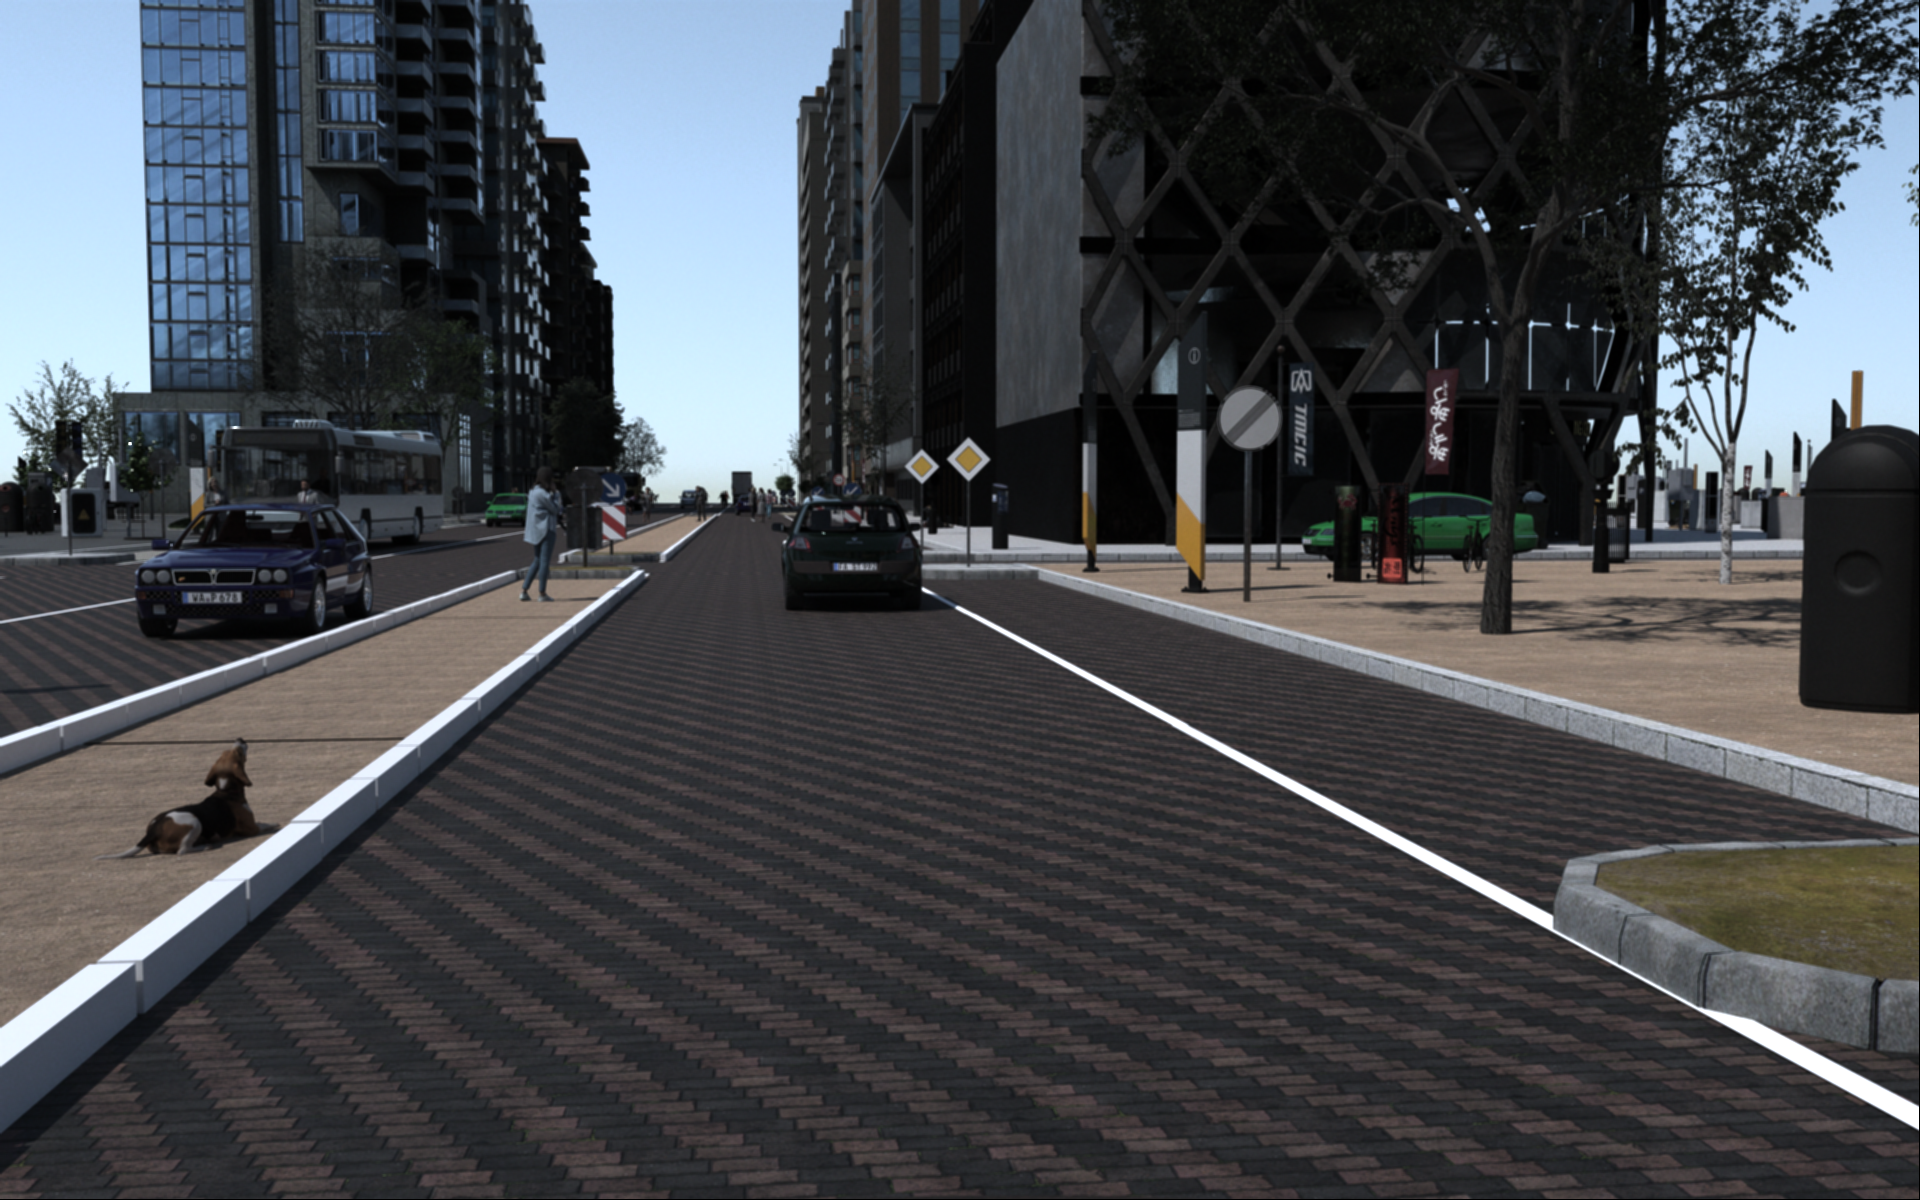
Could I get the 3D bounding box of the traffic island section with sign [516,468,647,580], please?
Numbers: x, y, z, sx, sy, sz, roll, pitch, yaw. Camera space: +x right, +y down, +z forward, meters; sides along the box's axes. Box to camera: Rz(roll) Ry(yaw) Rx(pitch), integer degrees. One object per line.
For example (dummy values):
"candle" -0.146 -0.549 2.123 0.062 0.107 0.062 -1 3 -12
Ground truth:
"traffic island section with sign" -6.524 -1.326 29.821 2.006 1.907 1.989 0 4 -7

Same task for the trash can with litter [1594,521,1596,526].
"trash can with litter" 24.905 -3.620 70.237 2.233 1.210 1.678 3 4 37

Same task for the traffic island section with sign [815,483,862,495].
"traffic island section with sign" -3.919 -3.171 60.466 1.989 1.847 2.006 0 4 -7

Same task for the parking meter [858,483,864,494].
"parking meter" -5.006 -4.943 86.535 0.399 1.863 0.255 0 4 5

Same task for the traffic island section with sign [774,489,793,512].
"traffic island section with sign" -13.450 -7.837 136.766 1.989 1.847 2.006 0 4 -7

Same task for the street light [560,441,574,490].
"street light" -34.241 -10.899 150.742 1.470 5.913 1.316 0 4 -7

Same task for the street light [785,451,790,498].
"street light" -18.136 -13.228 188.815 1.470 5.913 1.316 0 4 -7

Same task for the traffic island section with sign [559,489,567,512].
"traffic island section with sign" -30.927 -7.726 134.948 1.989 1.847 2.006 0 4 -7

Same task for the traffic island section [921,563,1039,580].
"traffic island section" 0.169 -0.497 30.413 2.009 0.180 2.903 0 4 -7

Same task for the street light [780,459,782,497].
"street light" -23.591 -15.885 232.258 1.470 5.913 1.316 0 4 -7

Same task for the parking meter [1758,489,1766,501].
"parking meter" 41.194 -4.926 88.954 0.372 1.533 0.369 0 3 0

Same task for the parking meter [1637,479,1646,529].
"parking meter" 25.178 -3.556 63.844 0.255 1.863 0.399 -2 4 -32

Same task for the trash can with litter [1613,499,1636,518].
"trash can with litter" 36.245 -5.086 94.221 1.678 1.210 2.233 -3 4 -36

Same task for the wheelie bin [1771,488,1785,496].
"wheelie bin" 43.688 -5.178 92.573 0.980 1.594 0.693 3 5 44

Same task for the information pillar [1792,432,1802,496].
"information pillar" 31.342 -4.499 64.911 0.183 3.616 0.504 0 3 0

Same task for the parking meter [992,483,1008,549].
"parking meter" 0.937 -1.950 40.296 0.372 1.533 0.369 0 3 0

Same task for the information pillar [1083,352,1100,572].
"information pillar" 2.131 -2.264 28.377 0.183 3.616 0.504 1 4 23

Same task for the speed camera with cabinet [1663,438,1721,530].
"speed camera with cabinet" 26.229 -4.128 61.831 2.038 3.252 0.660 -2 4 -25

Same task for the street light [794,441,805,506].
"street light" -13.389 -10.879 150.410 1.470 5.913 1.316 0 4 -7

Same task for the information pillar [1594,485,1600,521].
"information pillar" 28.811 -5.332 78.540 0.504 3.616 0.183 0 4 -4

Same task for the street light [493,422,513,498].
"street light" -29.585 -8.533 112.048 1.470 5.913 1.316 0 4 -7

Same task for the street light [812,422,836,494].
"street light" -8.650 -8.558 112.459 1.470 5.913 1.316 0 4 -7

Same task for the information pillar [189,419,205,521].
"information pillar" -23.961 -3.856 54.406 0.504 3.616 0.183 1 4 14

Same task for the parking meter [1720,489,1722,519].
"parking meter" 38.393 -4.827 87.336 0.372 1.533 0.369 0 3 0

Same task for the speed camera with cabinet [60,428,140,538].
"speed camera with cabinet" -25.502 -3.488 51.360 2.038 3.252 0.660 -3 5 -44

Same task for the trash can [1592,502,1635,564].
"trash can" 12.110 -1.253 32.143 0.748 1.137 0.748 0 3 0

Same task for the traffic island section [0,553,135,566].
"traffic island section" -18.575 -0.847 36.133 2.009 0.180 2.903 0 4 -7

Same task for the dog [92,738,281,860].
"dog" -3.160 0.802 7.077 0.748 0.427 0.550 -2 4 -27

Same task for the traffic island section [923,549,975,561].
"traffic island section" -0.820 -0.982 38.337 2.009 0.180 2.903 0 4 -7

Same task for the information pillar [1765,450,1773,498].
"information pillar" 42.793 -6.138 91.712 0.504 3.616 0.183 -2 4 -30

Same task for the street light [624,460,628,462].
"street light" -44.645 -15.946 233.251 1.470 5.913 1.316 0 4 -7

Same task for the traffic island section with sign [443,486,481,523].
"traffic island section with sign" -24.766 -4.704 85.535 1.989 1.847 2.006 0 4 -7

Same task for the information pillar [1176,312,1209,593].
"information pillar" 3.019 -1.906 22.525 0.183 3.616 0.504 -2 4 -35

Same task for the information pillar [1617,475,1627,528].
"information pillar" 25.104 -3.745 65.719 0.304 2.012 0.304 1 4 15

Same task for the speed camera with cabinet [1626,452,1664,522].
"speed camera with cabinet" 31.977 -5.266 80.432 0.660 3.252 2.038 -3 4 -38

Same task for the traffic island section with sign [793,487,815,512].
"traffic island section with sign" -7.328 -4.840 87.769 1.989 1.847 2.006 0 4 -7

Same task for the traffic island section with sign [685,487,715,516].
"traffic island section with sign" -16.755 -6.336 111.733 2.006 1.907 1.989 0 4 -7

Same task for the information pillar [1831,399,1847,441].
"information pillar" 21.684 -3.148 42.817 0.504 3.616 0.183 -2 4 -30

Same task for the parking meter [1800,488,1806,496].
"parking meter" 32.960 -3.639 67.915 0.372 1.533 0.369 0 3 0

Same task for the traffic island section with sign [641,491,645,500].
"traffic island section with sign" -44.500 -14.372 243.604 1.989 1.847 2.006 0 4 -7

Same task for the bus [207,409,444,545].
"bus" -16.178 -3.087 45.332 2.948 3.499 13.247 0 4 -5

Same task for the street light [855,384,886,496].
"street light" -3.719 -6.157 73.210 1.470 5.913 1.316 0 4 -7

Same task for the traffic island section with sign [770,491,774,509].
"traffic island section with sign" -16.889 -9.523 164.332 1.989 1.847 2.006 0 4 -7

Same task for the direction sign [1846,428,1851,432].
"direction sign" 30.684 -4.119 59.348 0.876 3.537 0.379 -1 4 -10

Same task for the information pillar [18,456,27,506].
"information pillar" -57.465 -7.025 106.212 0.504 3.616 0.183 -3 5 -43

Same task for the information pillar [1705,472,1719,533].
"information pillar" 24.912 -3.237 57.417 0.304 2.012 0.304 0 4 5

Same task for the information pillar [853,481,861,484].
"information pillar" -5.936 -5.828 99.786 0.304 2.012 0.304 2 4 30

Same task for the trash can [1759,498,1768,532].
"trash can" 27.262 -2.847 58.201 0.748 1.137 0.748 0 3 0

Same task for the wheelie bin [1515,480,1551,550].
"wheelie bin" 13.179 -1.964 40.026 0.693 1.594 0.980 -1 4 -20

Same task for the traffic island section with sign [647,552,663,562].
"traffic island section with sign" -7.433 -1.776 37.173 2.006 1.907 1.989 0 4 -7

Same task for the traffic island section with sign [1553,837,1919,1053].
"traffic island section with sign" 2.983 0.202 5.325 1.989 1.847 2.006 0 4 -7

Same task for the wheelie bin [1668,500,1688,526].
"wheelie bin" 29.087 -3.805 70.113 0.693 1.594 0.980 3 4 37
